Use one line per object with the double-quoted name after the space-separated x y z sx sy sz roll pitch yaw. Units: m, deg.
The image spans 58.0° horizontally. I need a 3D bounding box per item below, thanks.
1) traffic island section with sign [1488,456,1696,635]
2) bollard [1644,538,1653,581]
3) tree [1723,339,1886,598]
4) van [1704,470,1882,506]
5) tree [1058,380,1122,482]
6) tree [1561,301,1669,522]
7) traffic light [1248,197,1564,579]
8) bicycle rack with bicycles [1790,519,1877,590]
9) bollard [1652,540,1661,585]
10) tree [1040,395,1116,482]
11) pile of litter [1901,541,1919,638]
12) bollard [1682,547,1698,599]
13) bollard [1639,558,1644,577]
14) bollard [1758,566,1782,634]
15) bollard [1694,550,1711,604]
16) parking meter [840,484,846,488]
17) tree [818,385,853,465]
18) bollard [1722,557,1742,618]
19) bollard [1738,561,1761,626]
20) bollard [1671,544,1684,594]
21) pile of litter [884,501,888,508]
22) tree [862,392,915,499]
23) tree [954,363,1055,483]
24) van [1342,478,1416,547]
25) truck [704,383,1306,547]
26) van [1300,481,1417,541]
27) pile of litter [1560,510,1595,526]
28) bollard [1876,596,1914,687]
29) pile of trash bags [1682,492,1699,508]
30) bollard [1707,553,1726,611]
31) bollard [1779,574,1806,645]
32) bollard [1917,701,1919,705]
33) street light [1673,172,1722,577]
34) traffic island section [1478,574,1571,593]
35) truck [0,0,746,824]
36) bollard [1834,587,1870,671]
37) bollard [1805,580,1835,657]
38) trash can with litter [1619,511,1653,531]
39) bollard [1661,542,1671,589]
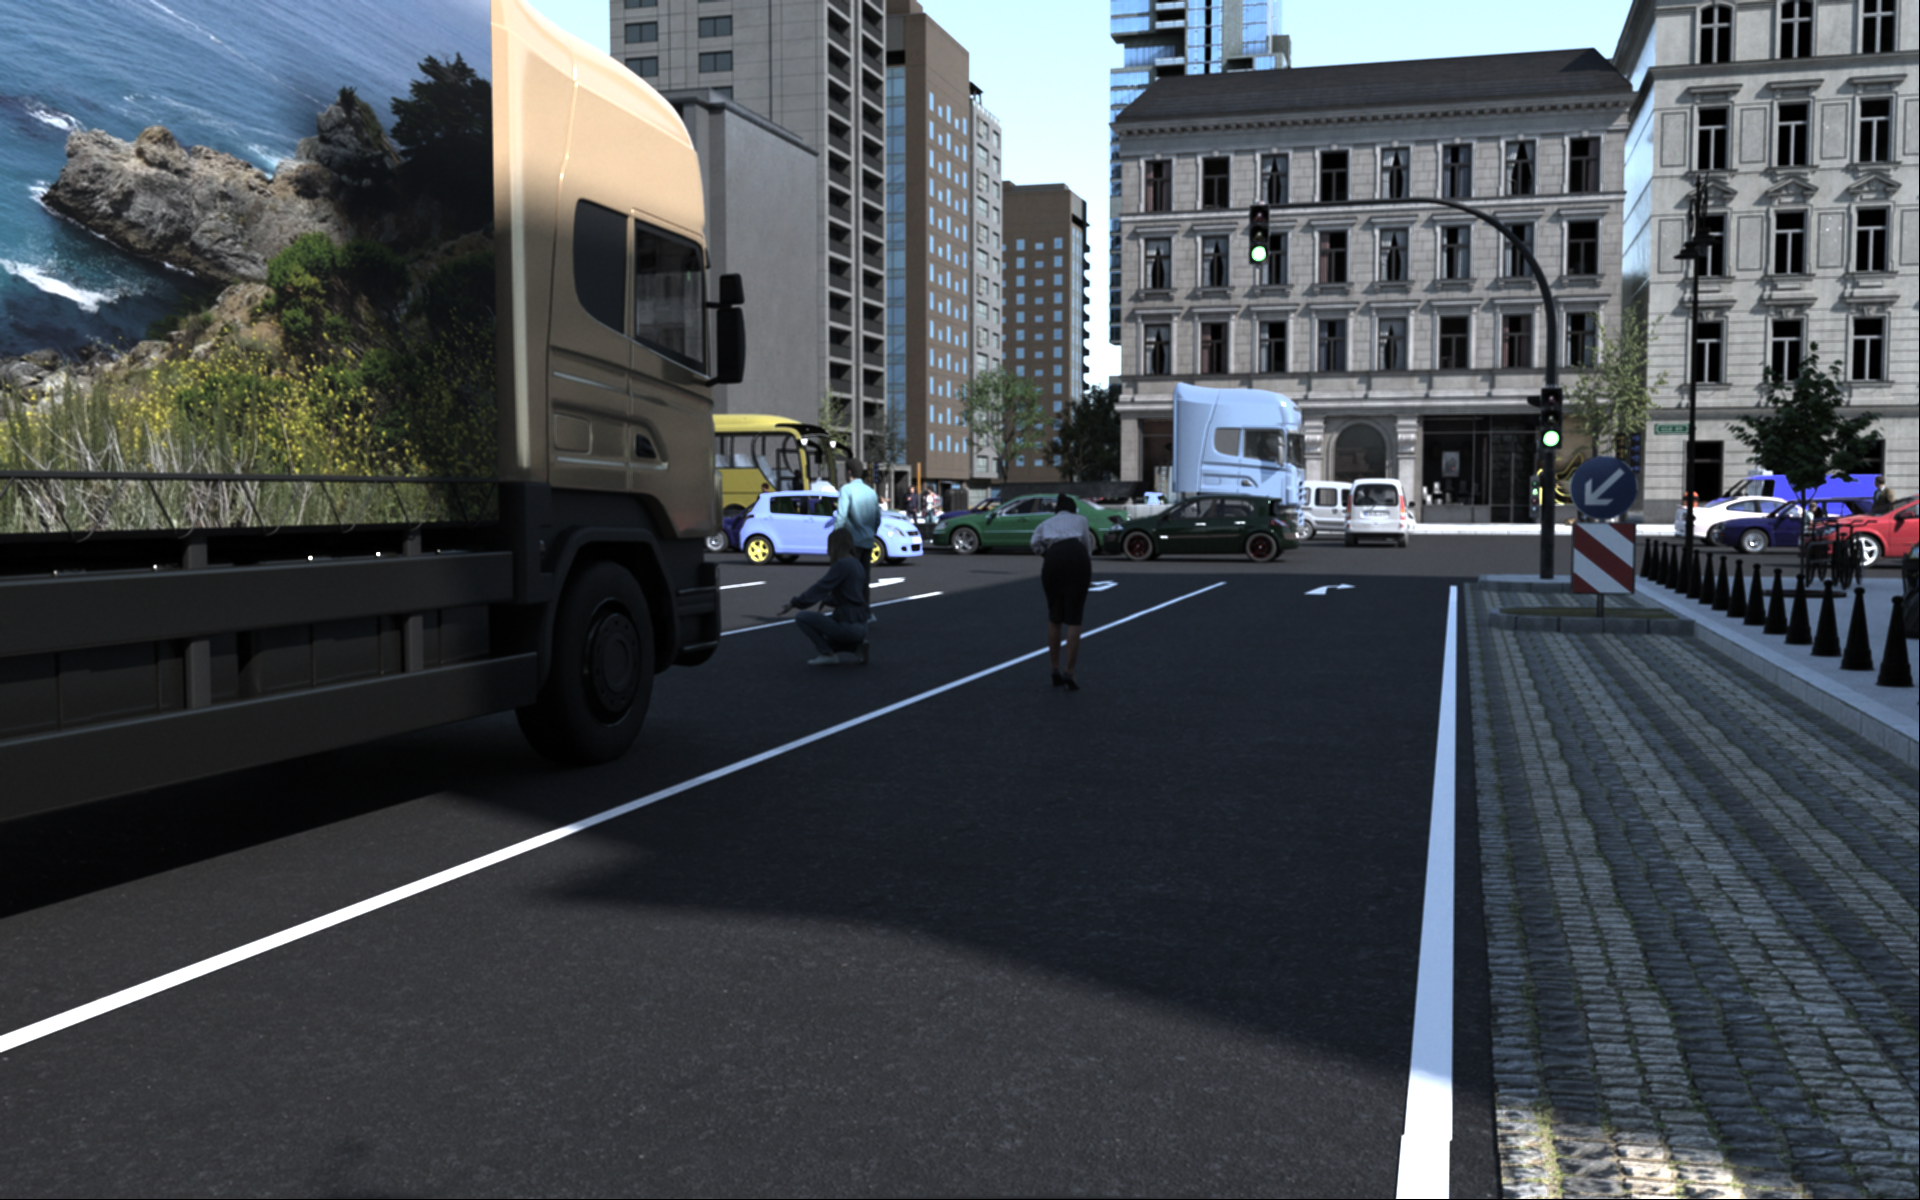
6.740 -0.612 18.637 1.989 1.847 2.006 1 4 16 "traffic island section with sign"
10.307 -0.588 25.661 0.229 0.601 0.229 0 3 0 "bollard"
10.714 -1.656 21.679 1.663 3.219 1.824 0 3 0 "tree"
26.145 -3.073 54.625 5.245 2.365 2.240 1 4 15 "van"
14.309 -15.749 174.501 9.611 12.733 9.660 0 3 0 "tree"
25.161 -7.117 66.723 4.737 8.622 4.395 0 3 0 "tree"
6.833 -3.175 26.579 4.771 5.953 1.251 1 4 16 "traffic light"
12.701 -0.642 23.881 2.852 0.926 2.925 3 5 42 "bicycle rack with bicycles"
10.001 -0.522 24.583 0.229 0.601 0.229 0 3 0 "bollard"
11.045 -13.983 163.028 7.601 10.594 8.767 -1 4 -19 "tree"
9.027 -0.104 15.664 1.176 0.858 1.719 3 5 41 "pile of litter"
9.055 -0.322 21.305 0.229 0.601 0.229 0 3 0 "bollard"
10.618 -0.655 26.745 0.229 0.601 0.229 0 3 0 "bollard"
7.505 0.008 15.907 0.229 0.601 0.229 0 3 0 "bollard"
8.749 -0.256 20.227 0.229 0.601 0.229 0 3 0 "bollard"
-7.127 -6.089 105.267 0.255 1.863 0.399 -2 4 -34 "parking meter"
-9.272 -10.155 116.394 4.737 8.622 4.395 0 3 0 "tree"
8.124 -0.124 18.071 0.229 0.601 0.229 0 3 0 "bollard"
7.809 -0.058 16.986 0.229 0.601 0.229 0 3 0 "bollard"
9.368 -0.389 22.399 0.229 0.601 0.229 0 3 0 "bollard"
-4.965 -6.074 113.274 1.719 0.858 1.176 1 4 16 "pile of litter"
-5.305 -10.679 124.971 4.360 8.622 3.978 0 3 0 "tree"
3.578 -13.032 138.835 9.928 11.665 9.643 0 3 0 "tree"
11.591 -2.510 48.047 2.013 2.044 4.112 1 4 15 "van"
-0.021 -3.345 44.446 18.799 4.110 2.967 1 4 16 "truck"
12.132 -2.876 54.040 4.112 2.044 2.013 1 4 17 "van"
25.116 -3.457 70.492 1.719 0.858 1.176 -1 4 -18 "pile of litter"
6.266 0.272 11.591 0.229 0.601 0.229 0 3 0 "bollard"
30.389 -3.593 68.491 3.447 1.369 1.912 2 4 31 "pile of trash bags"
8.435 -0.190 19.152 0.229 0.601 0.229 0 3 0 "bollard"
7.192 0.074 14.831 0.229 0.601 0.229 0 3 0 "bollard"
5.947 0.339 10.504 0.229 0.601 0.229 0 3 0 "bollard"
10.690 -3.208 25.243 0.468 5.910 1.993 1 4 16 "street light"
8.904 -0.242 26.244 2.009 0.180 2.903 1 4 16 "traffic island section"
-3.919 -1.057 6.192 2.839 4.237 11.283 1 4 16 "truck"
6.571 0.206 12.669 0.229 0.601 0.229 0 3 0 "bollard"
6.888 0.140 13.753 0.229 0.601 0.229 0 3 0 "bollard"
23.699 -3.100 61.749 1.678 1.210 2.233 1 4 13 "trash can with litter"
9.684 -0.456 23.498 0.229 0.601 0.229 0 3 0 "bollard"
